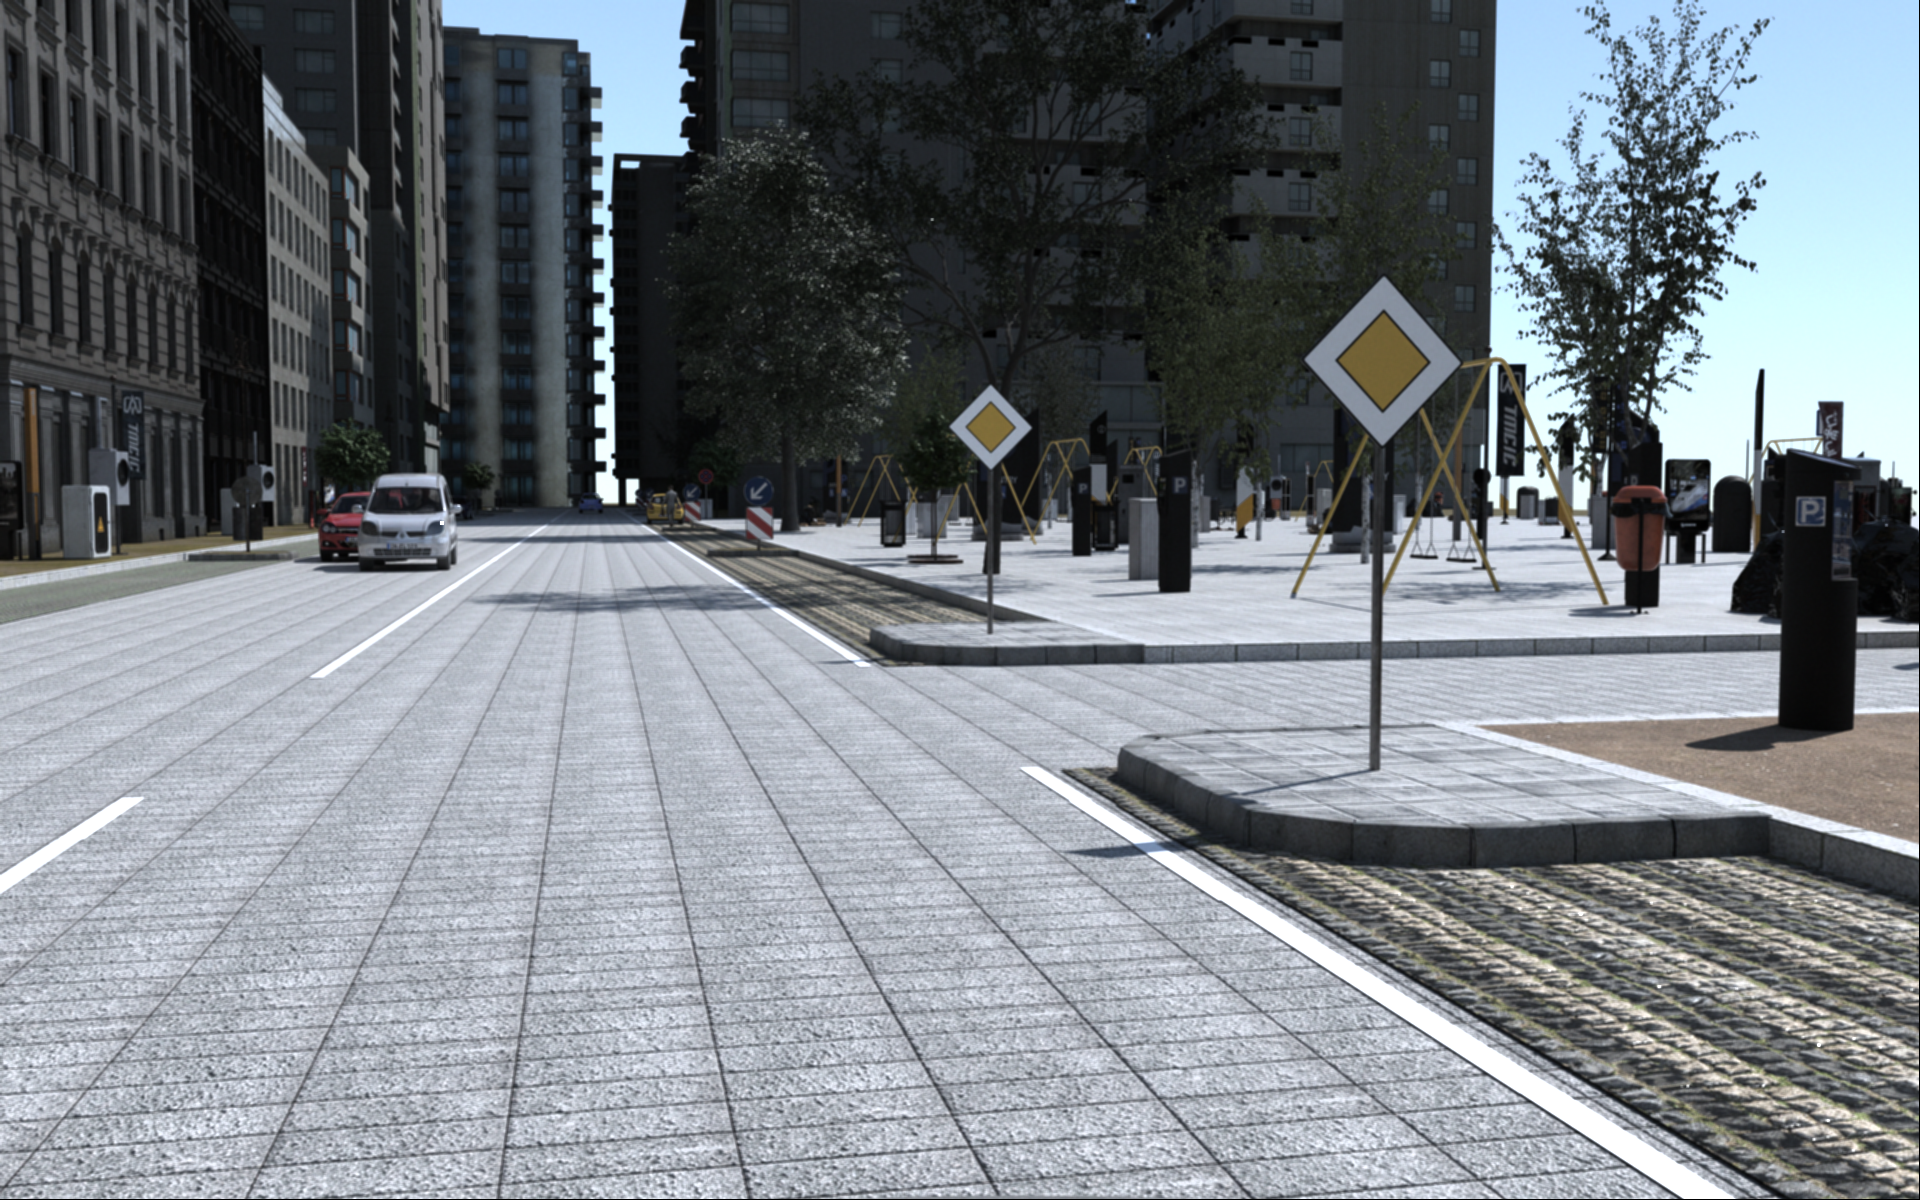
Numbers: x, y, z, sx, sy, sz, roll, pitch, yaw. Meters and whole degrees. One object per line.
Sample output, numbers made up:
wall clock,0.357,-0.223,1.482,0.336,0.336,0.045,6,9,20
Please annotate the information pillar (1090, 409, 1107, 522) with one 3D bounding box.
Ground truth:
information pillar,3.832,-3.457,47.875,0.504,3.616,0.183,0,4,3

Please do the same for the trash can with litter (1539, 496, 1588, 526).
trash can with litter,24.702,-3.669,71.049,2.233,1.210,1.678,0,4,6

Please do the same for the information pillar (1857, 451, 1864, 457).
information pillar,48.810,-6.282,94.059,0.504,3.616,0.183,0,4,-4

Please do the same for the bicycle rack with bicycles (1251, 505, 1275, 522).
bicycle rack with bicycles,13.238,-4.162,81.427,2.925,0.926,2.852,1,4,16

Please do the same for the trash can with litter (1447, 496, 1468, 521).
trash can with litter,23.728,-4.360,82.668,0.624,1.170,1.055,-3,4,-36

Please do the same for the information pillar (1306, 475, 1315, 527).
information pillar,13.706,-3.867,67.721,0.304,2.012,0.304,1,4,13

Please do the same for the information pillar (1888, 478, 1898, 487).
information pillar,42.107,-4.508,78.200,0.304,2.012,0.304,-1,4,-14

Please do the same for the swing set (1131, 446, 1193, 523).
swing set,6.208,-3.692,57.992,2.862,2.851,3.119,-1,4,-9

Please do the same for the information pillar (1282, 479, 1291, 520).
information pillar,15.948,-4.905,84.689,0.304,2.012,0.304,-2,4,-27

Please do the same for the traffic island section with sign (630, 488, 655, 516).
traffic island section with sign,-20.832,-6.545,115.646,1.989,1.847,2.006,-1,4,-12

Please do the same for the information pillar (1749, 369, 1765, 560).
information pillar,15.037,-2.525,32.643,0.183,3.616,0.504,1,4,17

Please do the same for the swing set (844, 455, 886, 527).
swing set,-3.041,-4.412,69.749,2.862,2.851,3.119,-1,4,-15

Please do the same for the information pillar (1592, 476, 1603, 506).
information pillar,25.622,-3.983,69.621,0.304,2.012,0.304,-3,5,-44

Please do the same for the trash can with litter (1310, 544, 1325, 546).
trash can with litter,9.578,-1.894,42.032,1.678,1.210,2.233,0,4,-8

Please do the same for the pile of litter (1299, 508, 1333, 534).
pile of litter,11.673,-2.543,55.543,1.719,0.858,1.176,0,4,-5

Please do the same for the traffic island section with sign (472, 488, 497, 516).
traffic island section with sign,-31.514,-6.395,113.192,1.989,1.847,2.006,-1,4,-12

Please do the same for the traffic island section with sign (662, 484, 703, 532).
traffic island section with sign,-10.466,-3.552,66.699,1.989,1.847,2.006,-1,4,-12

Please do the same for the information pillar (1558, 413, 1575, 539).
information pillar,17.553,-3.594,50.119,0.183,3.616,0.504,-2,4,-28

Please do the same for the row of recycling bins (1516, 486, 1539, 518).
row of recycling bins,30.545,-5.257,93.071,1.069,1.692,3.534,1,4,23

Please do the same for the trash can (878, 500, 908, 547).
trash can,-1.617,-1.850,41.902,0.748,1.137,0.748,0,3,0

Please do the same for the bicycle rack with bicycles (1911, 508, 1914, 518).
bicycle rack with bicycles,48.163,-4.705,90.313,2.925,0.926,2.852,3,5,44

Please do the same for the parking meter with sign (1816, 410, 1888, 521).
parking meter with sign,18.629,-2.420,35.823,1.738,3.016,0.543,-1,4,-11

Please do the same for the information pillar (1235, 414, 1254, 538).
information pillar,8.244,-3.597,50.173,0.504,3.616,0.183,0,4,-4

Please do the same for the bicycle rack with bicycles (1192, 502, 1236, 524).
bicycle rack with bicycles,10.112,-3.680,73.547,2.925,0.926,2.852,-3,5,-40

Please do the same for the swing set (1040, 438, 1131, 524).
swing set,3.032,-3.207,50.062,2.862,2.851,3.119,-1,4,-12

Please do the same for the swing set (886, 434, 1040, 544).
swing set,0.034,-2.893,44.921,2.862,2.851,3.119,-2,4,-23

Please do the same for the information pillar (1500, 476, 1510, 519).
information pillar,28.296,-6.029,89.930,0.504,3.616,0.183,-1,4,-14

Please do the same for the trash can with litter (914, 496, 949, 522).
trash can with litter,-1.596,-4.197,79.674,2.233,1.210,1.678,2,4,31

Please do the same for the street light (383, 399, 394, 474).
street light,-27.844,-6.839,84.600,0.468,5.910,1.993,-1,4,-12

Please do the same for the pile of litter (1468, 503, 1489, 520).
pile of litter,26.050,-4.481,87.224,1.176,0.858,1.719,1,4,19

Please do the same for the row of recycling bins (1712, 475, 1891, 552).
row of recycling bins,18.362,-1.880,37.844,3.534,1.692,1.069,2,4,26

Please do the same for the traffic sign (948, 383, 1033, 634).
traffic sign,0.273,-0.744,15.806,0.795,2.450,0.064,-1,4,-12

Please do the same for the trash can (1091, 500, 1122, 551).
trash can,3.278,-1.680,39.121,0.748,1.137,0.748,0,3,0

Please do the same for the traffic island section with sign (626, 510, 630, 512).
traffic island section with sign,-26.472,-8.176,142.299,1.989,1.847,2.006,-1,4,-12

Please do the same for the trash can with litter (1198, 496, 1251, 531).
trash can with litter,9.284,-3.055,61.014,2.233,1.210,1.678,-1,4,-12

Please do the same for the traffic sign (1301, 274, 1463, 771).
traffic sign,1.927,-0.266,7.994,0.795,2.450,0.064,-1,4,-12

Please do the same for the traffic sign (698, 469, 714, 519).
traffic sign,-12.810,-5.338,87.385,0.768,2.556,0.104,0,4,-6

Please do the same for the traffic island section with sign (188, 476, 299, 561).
traffic island section with sign,-15.543,-1.778,37.701,1.989,1.847,2.006,-1,4,-12

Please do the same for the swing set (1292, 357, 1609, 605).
swing set,5.901,-1.450,21.321,2.862,2.851,3.119,0,4,-8

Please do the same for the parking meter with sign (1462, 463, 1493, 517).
parking meter with sign,29.153,-6.200,97.632,1.738,3.016,0.543,0,4,2

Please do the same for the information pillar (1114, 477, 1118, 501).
information pillar,6.746,-4.220,73.487,0.304,2.012,0.304,3,5,43

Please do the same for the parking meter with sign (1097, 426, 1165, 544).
parking meter with sign,4.419,-2.969,44.802,1.738,3.016,0.543,1,4,9

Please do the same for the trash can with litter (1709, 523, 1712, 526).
trash can with litter,30.098,-3.541,68.955,1.678,1.210,2.233,-1,4,-19

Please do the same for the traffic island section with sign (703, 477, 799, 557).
traffic island section with sign,-4.826,-1.922,40.057,1.989,1.847,2.006,-1,4,-12

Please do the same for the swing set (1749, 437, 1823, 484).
swing set,23.691,-3.138,48.918,2.862,2.851,3.119,0,4,-2

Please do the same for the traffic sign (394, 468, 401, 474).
traffic sign,-28.028,-5.284,86.402,0.884,2.594,0.081,0,4,-7

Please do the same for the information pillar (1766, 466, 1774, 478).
information pillar,21.239,-2.492,45.238,0.304,2.012,0.304,3,5,39

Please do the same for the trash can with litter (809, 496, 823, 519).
trash can with litter,-7.292,-4.807,89.982,1.055,1.170,0.624,1,4,16

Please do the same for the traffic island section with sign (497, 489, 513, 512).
traffic island section with sign,-37.123,-8.014,139.650,1.989,1.847,2.006,-1,4,-12

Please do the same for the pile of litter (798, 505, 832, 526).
pile of litter,-5.860,-3.377,69.177,1.719,0.858,1.176,-2,4,-25
